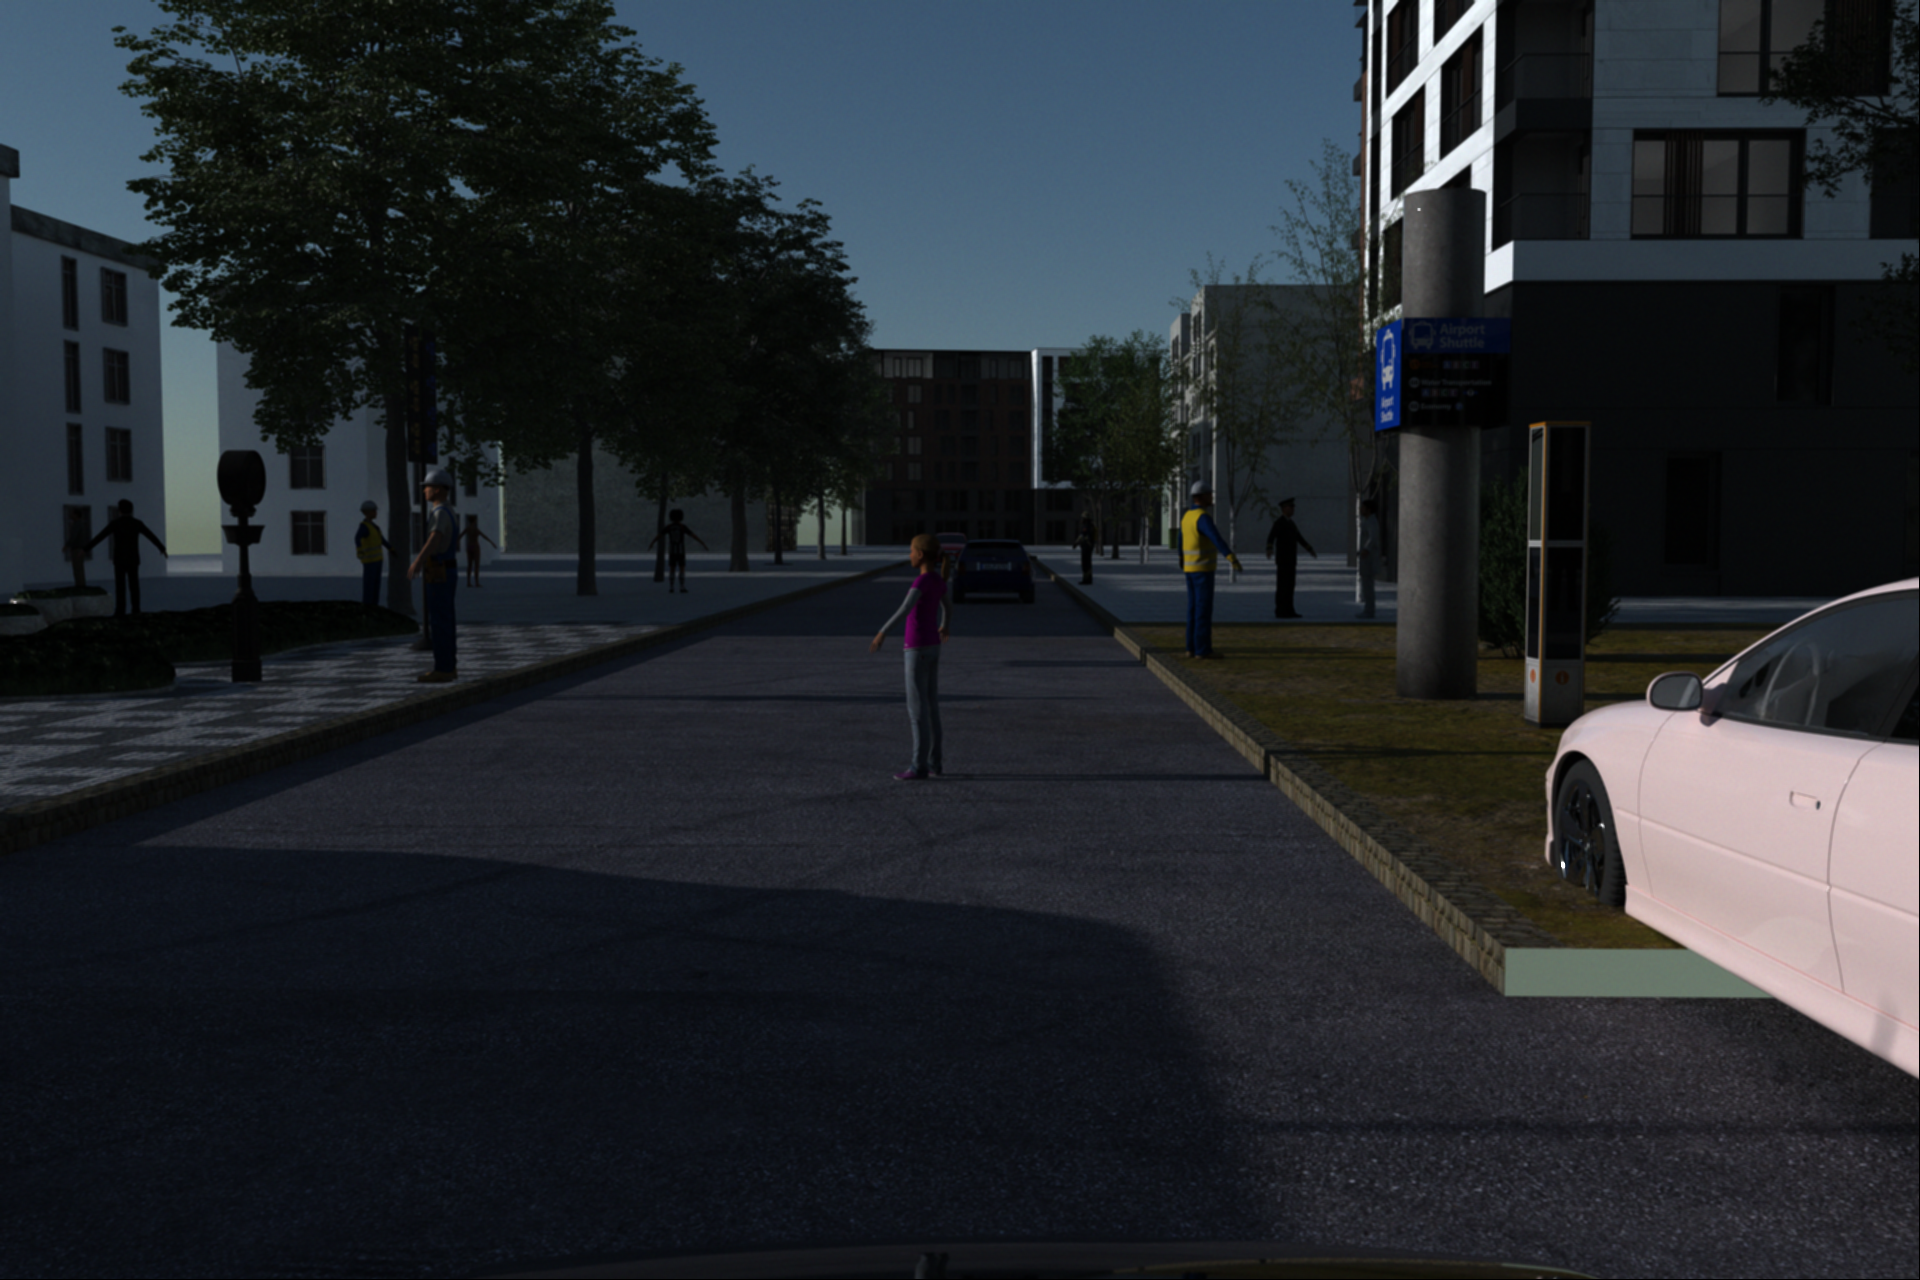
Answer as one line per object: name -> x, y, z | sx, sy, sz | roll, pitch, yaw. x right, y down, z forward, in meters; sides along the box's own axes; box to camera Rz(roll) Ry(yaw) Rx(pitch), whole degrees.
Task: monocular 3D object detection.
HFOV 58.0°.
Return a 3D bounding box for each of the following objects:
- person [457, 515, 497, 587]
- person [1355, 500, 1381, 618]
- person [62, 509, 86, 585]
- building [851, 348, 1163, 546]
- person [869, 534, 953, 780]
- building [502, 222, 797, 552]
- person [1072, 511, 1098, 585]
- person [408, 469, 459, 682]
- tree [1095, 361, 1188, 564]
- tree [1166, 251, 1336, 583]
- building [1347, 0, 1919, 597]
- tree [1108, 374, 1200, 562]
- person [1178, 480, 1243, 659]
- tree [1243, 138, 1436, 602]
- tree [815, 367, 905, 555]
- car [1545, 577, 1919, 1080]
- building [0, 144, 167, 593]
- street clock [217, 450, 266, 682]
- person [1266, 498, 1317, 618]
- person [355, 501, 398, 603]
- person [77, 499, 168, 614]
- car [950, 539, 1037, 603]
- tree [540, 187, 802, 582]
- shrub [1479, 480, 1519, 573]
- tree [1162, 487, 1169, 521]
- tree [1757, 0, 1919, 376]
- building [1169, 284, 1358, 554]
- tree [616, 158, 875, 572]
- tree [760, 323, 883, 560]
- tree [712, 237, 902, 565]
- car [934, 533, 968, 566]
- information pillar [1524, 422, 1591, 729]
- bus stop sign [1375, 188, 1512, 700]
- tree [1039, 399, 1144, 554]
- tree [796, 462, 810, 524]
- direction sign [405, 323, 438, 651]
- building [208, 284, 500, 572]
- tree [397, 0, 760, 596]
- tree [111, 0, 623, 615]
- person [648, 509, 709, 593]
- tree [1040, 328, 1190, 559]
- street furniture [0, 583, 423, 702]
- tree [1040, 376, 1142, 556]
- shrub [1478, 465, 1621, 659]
person -> -11.775, -2.157, 42.066 | 1.217, 1.733, 0.721 | 1, 4, 23
person -> 6.232, -1.245, 26.535 | 0.705, 1.806, 1.347 | 1, 4, 10
person -> -18.101, -1.787, 35.481 | 0.705, 1.796, 1.348 | -1, 4, -14
building -> 4.332, -21.766, 202.311 | 32.646, 21.610, 27.936 | 0, 4, -7
person -> -0.269, 0.094, 10.191 | 0.599, 1.433, 0.991 | 2, 4, 24
building -> -22.577, -18.281, 129.823 | 19.493, 23.208, 18.063 | 0, 4, 1
person -> 3.197, -2.339, 44.020 | 0.705, 1.856, 1.354 | 2, 4, 24
person -> -4.564, -0.567, 15.132 | 0.705, 1.847, 1.347 | 0, 4, -6
tree -> 7.801, -7.582, 74.335 | 4.737, 8.622, 4.395 | 0, 3, 0
tree -> 7.057, -5.831, 45.692 | 4.360, 8.622, 3.978 | 0, 3, 0
building -> 25.393, -12.650, 50.810 | 27.936, 21.610, 32.646 | 0, 4, 1
tree -> 8.956, -7.956, 80.438 | 4.737, 8.622, 4.395 | 0, 3, 0
person -> 2.519, -0.730, 17.900 | 0.705, 1.833, 1.349 | -1, 4, -17
tree -> 7.674, -5.025, 32.518 | 4.360, 8.622, 3.978 | 0, 3, 0
tree -> -6.858, -10.894, 103.878 | 9.928, 11.665, 9.643 | 0, 3, 0
car -> 3.133, 0.466, 4.748 | 2.083, 1.381, 4.827 | 0, 4, 1
building -> -25.098, -5.873, 38.171 | 9.099, 9.664, 28.070 | 0, 4, 2
street clock -> -6.204, -0.639, 15.011 | 0.358, 2.002, 0.471 | 0, 4, 1
person -> 5.017, -1.257, 26.480 | 0.705, 1.837, 1.347 | 3, 5, 42
person -> -8.574, -1.162, 25.456 | 0.721, 1.772, 1.216 | 0, 4, 6
person -> -12.646, -1.227, 26.244 | 0.705, 1.806, 1.347 | 3, 5, 41
car -> 0.703, -1.506, 37.207 | 1.945, 1.354, 3.894 | 0, 4, 0
tree -> -7.723, -6.831, 46.103 | 7.601, 10.594, 8.767 | 0, 4, -8
shrub -> 7.172, -1.179, 23.703 | 1.690, 2.028, 1.600 | 0, 3, 0
tree -> 25.381, -15.398, 202.118 | 4.737, 8.622, 4.395 | 0, 3, 0
tree -> 14.125, -5.238, 20.048 | 8.767, 10.594, 7.601 | -1, 4, -9
building -> 25.847, -16.203, 131.383 | 16.747, 18.905, 31.486 | 0, 4, 1
tree -> -7.551, -9.280, 58.380 | 9.857, 13.997, 8.962 | 0, 3, 0
tree -> -7.219, -10.317, 86.805 | 7.486, 12.596, 7.792 | 0, 3, 0
tree -> -7.560, -9.875, 71.834 | 12.009, 13.543, 11.850 | 0, 3, 0
car -> -0.428, -4.114, 76.297 | 2.155, 1.783, 4.494 | 0, 4, 2
information pillar -> 3.962, -0.429, 11.500 | 0.304, 2.012, 0.304 | 0, 4, -1
bus stop sign -> 3.761, -1.501, 13.563 | 0.837, 3.901, 0.837 | 0, 4, 0
tree -> 8.841, -10.758, 110.302 | 8.767, 10.594, 7.601 | 1, 4, 15
tree -> -21.302, -17.811, 197.863 | 9.857, 13.997, 8.962 | 0, 3, 0
direction sign -> -5.922, -1.659, 19.118 | 0.379, 3.537, 0.876 | 0, 4, 2
building -> -24.031, -7.967, 72.404 | 9.099, 9.664, 28.070 | 0, 4, 2
tree -> -8.230, -7.209, 36.000 | 7.486, 12.596, 7.792 | 0, 3, 0
tree -> -9.275, -6.657, 26.963 | 7.486, 12.596, 7.792 | 0, 3, 0
person -> -6.187, -1.944, 37.922 | 1.345, 1.843, 0.704 | 0, 4, 5
tree -> 7.966, -9.959, 88.584 | 9.928, 11.665, 9.643 | 0, 3, 0
street furniture -> -9.211, -0.152, 18.114 | 5.734, 0.657, 10.072 | 0, 4, 1
tree -> 7.919, -10.137, 100.150 | 7.601, 10.594, 8.767 | -2, 4, -31
shrub -> 5.947, -0.843, 17.831 | 1.661, 2.075, 1.752 | 0, 3, 0
